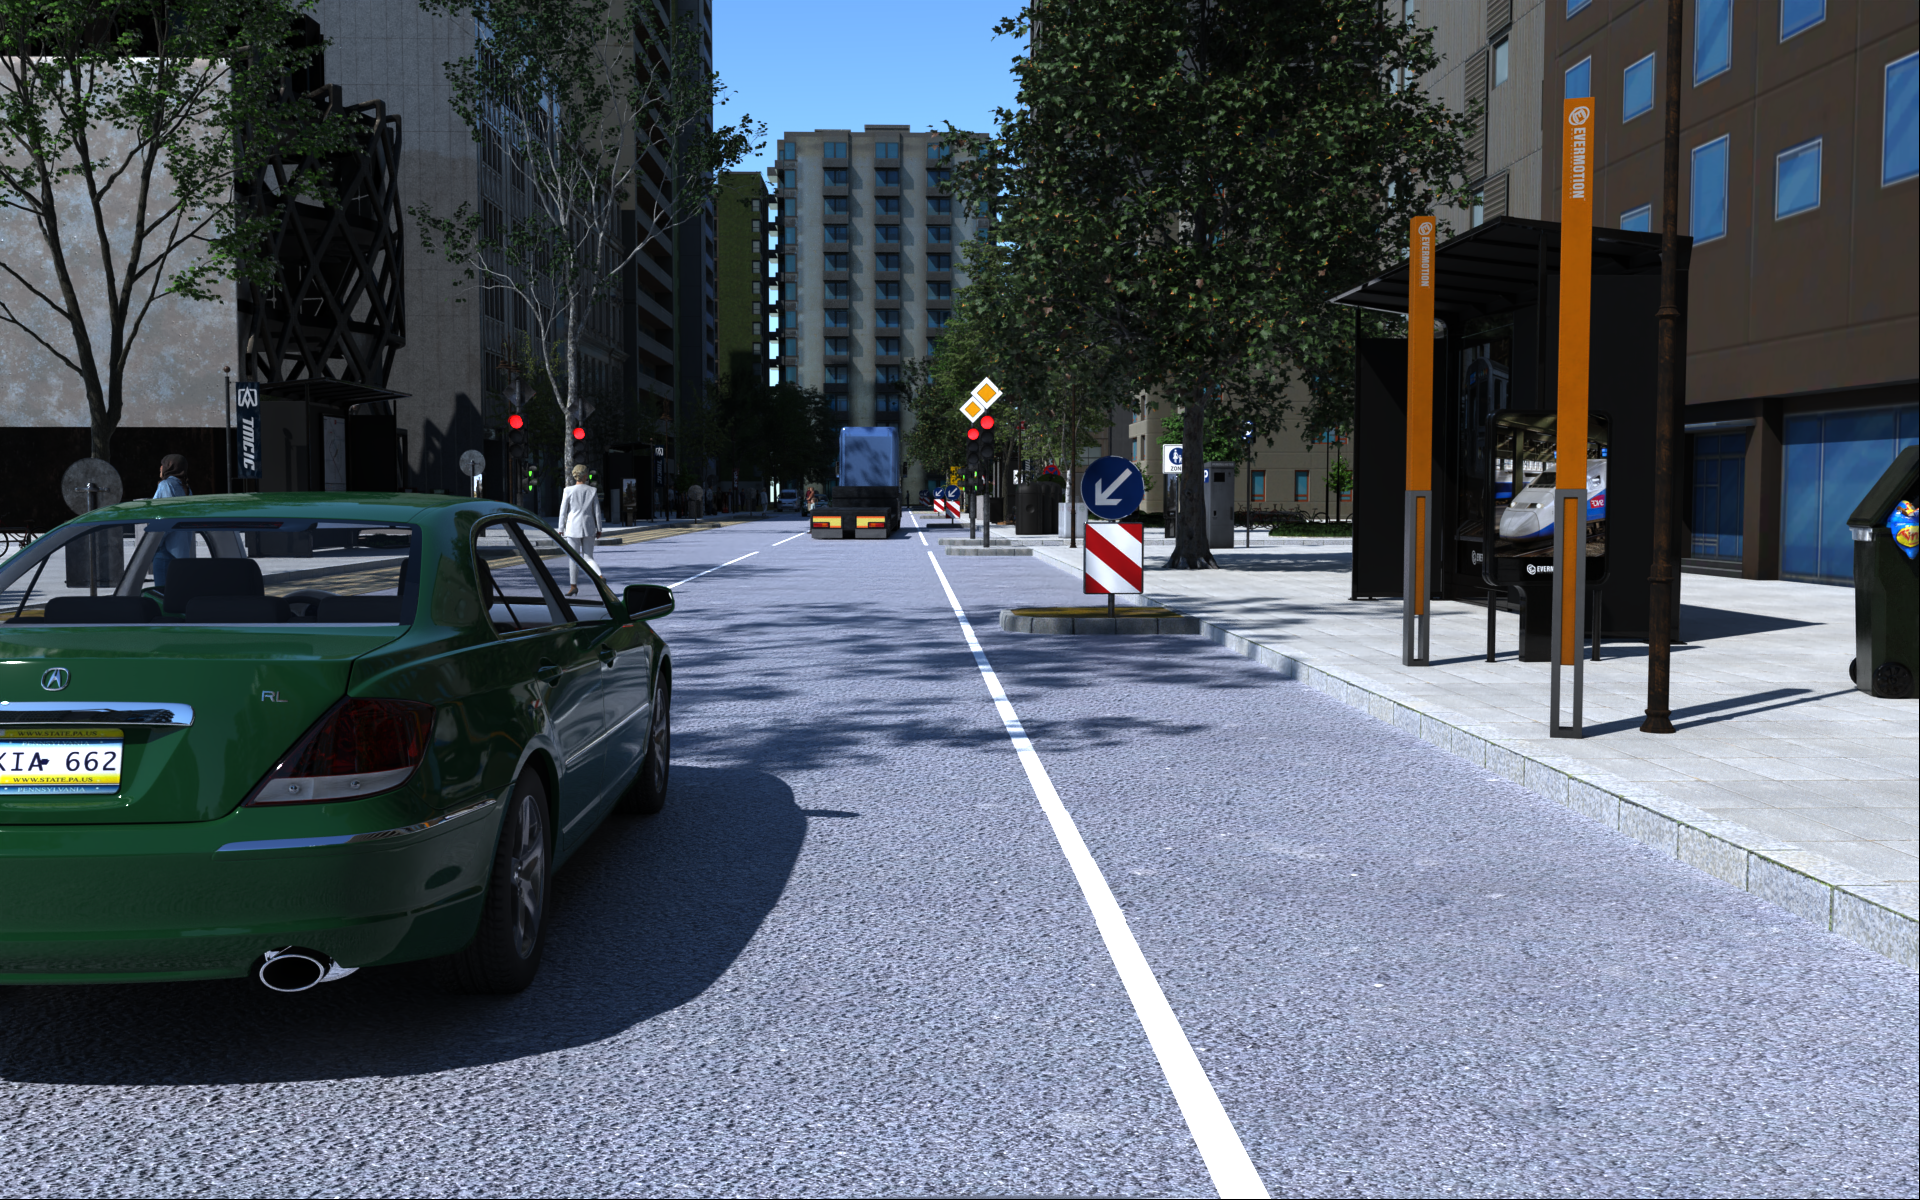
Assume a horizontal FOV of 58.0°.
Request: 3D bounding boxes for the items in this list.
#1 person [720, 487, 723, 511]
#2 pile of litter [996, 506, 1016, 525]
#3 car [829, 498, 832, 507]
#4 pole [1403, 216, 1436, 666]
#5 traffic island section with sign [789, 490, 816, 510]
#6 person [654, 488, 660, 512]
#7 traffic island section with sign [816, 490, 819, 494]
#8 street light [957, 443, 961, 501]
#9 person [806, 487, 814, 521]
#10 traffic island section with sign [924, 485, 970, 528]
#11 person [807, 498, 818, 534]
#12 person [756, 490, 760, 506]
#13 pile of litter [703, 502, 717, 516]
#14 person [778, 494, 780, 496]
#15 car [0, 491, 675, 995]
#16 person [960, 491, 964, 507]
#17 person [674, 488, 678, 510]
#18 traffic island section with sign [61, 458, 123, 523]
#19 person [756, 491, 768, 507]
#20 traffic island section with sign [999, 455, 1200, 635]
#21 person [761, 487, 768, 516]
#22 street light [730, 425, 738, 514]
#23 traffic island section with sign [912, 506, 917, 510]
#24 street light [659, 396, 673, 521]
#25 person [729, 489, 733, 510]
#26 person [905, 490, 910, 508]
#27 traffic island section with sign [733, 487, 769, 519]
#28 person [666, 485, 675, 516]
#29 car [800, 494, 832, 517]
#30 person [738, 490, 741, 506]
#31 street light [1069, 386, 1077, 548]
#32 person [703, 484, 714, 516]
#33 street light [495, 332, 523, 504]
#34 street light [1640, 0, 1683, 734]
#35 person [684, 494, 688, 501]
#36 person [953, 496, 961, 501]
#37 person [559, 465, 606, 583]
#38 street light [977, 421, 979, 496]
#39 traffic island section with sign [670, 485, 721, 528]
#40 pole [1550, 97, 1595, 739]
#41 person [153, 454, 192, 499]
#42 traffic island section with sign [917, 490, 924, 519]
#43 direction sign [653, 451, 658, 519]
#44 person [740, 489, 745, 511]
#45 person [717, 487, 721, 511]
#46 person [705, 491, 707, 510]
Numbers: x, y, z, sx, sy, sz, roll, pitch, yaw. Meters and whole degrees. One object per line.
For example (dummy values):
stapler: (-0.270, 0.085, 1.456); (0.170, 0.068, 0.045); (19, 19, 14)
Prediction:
person: (-18.656, -7.862, 134.610); (1.348, 1.821, 0.705); (-1, 4, -10)
pile of litter: (2.313, -3.569, 72.324); (1.719, 0.858, 1.176); (3, 5, 43)
car: (-11.185, -9.315, 161.101); (1.959, 1.807, 4.718); (0, 4, -3)
pole: (3.409, -1.163, 12.856); (0.158, 3.312, 0.155); (0, 3, 0)
traffic island section with sign: (-13.883, -8.720, 151.206); (1.989, 1.847, 2.006); (0, 4, -2)
person: (-21.458, -7.056, 122.415); (0.522, 1.701, 0.512); (2, 4, 27)
traffic island section with sign: (-14.824, -10.415, 178.906); (1.989, 1.847, 2.006); (0, 4, -2)
street light: (-0.149, -9.257, 124.147); (0.468, 5.910, 1.993); (0, 4, -2)
person: (-7.983, -5.143, 92.559); (0.580, 1.828, 0.573); (2, 4, 29)
traffic island section with sign: (-0.440, -4.009, 74.180); (1.989, 1.847, 2.006); (0, 4, -2)
person: (-5.342, -3.050, 62.650); (0.394, 1.301, 0.425); (0, 4, 1)
person: (-21.507, -10.875, 184.572); (0.721, 1.735, 1.217); (-2, 4, -26)
pile of litter: (-15.247, -5.489, 103.712); (1.719, 0.858, 1.176); (-3, 4, -38)
person: (-19.372, -11.229, 189.664); (1.348, 1.821, 0.705); (-1, 4, -19)
car: (-2.193, 0.333, 6.358); (2.131, 1.459, 4.920); (0, 4, -2)
person: (0.307, -10.269, 174.864); (0.530, 1.710, 0.541); (-1, 4, -10)
person: (-22.680, -8.074, 138.040); (0.705, 1.826, 1.348); (0, 4, -6)
traffic island section with sign: (-9.382, -0.589, 18.265); (1.989, 1.847, 2.006); (0, 4, -2)
person: (-19.988, -10.299, 175.159); (1.217, 1.736, 0.721); (0, 4, 8)
traffic island section with sign: (1.442, -0.611, 18.621); (1.989, 1.847, 2.006); (0, 4, -2)
person: (-11.906, -5.915, 105.083); (0.514, 1.842, 0.818); (1, 4, 21)
street light: (-14.935, -8.646, 114.157); (0.468, 5.910, 1.993); (0, 4, -2)
traffic island section with sign: (-3.093, -8.779, 152.165); (1.989, 1.847, 2.006); (0, 4, -2)
street light: (-13.855, -6.674, 81.900); (0.468, 5.910, 1.993); (0, 4, -2)
person: (-18.006, -7.864, 135.542); (0.541, 1.710, 0.530); (-1, 4, -11)
person: (-5.263, -10.118, 174.013); (0.705, 1.814, 1.350); (1, 4, 10)
traffic island section with sign: (-12.194, -5.674, 101.392); (1.989, 1.847, 2.006); (0, 4, -2)
person: (-17.227, -5.927, 102.799); (0.795, 1.843, 0.661); (2, 4, 27)
car: (-9.236, -6.103, 111.581); (2.131, 1.459, 4.920); (0, 4, -3)
person: (-24.063, -11.071, 187.721); (0.621, 1.740, 0.551); (2, 4, 25)
street light: (2.702, -4.182, 41.169); (0.468, 5.910, 1.993); (0, 4, -2)
person: (-14.641, -5.804, 100.785); (0.795, 1.843, 0.661); (1, 4, 13)
street light: (-12.866, -4.696, 49.570); (0.468, 5.910, 1.993); (0, 4, -2)
street light: (3.769, -2.226, 9.179); (0.468, 5.910, 1.993); (0, 4, -2)
person: (-17.782, -6.464, 112.002); (0.793, 1.790, 0.793); (2, 4, 27)
person: (-0.471, -8.482, 144.741); (1.348, 1.823, 0.705); (2, 4, 24)
person: (-5.237, -0.961, 24.088); (0.818, 1.842, 0.514); (3, 5, 43)
street light: (0.942, -7.301, 92.157); (0.468, 5.910, 1.993); (0, 4, -2)
traffic island section with sign: (-11.250, -3.988, 73.824); (1.989, 1.847, 2.006); (0, 4, -2)
pole: (3.206, -0.931, 9.068); (0.158, 3.312, 0.155); (0, 3, 0)
person: (-7.068, -0.417, 15.580); (0.793, 1.790, 0.793); (-3, 5, -41)
traffic island section with sign: (-1.358, -5.657, 101.120); (1.989, 1.847, 2.006); (0, 4, -2)
direction sign: (-16.027, -6.029, 90.573); (0.379, 3.537, 0.876); (0, 4, 1)
person: (-16.799, -7.758, 133.808); (0.541, 1.710, 0.530); (-3, 5, -42)
person: (-17.803, -7.432, 127.558); (0.705, 1.823, 1.348); (-3, 5, -43)
person: (-20.555, -8.133, 138.986); (1.348, 1.831, 0.705); (1, 4, 16)
